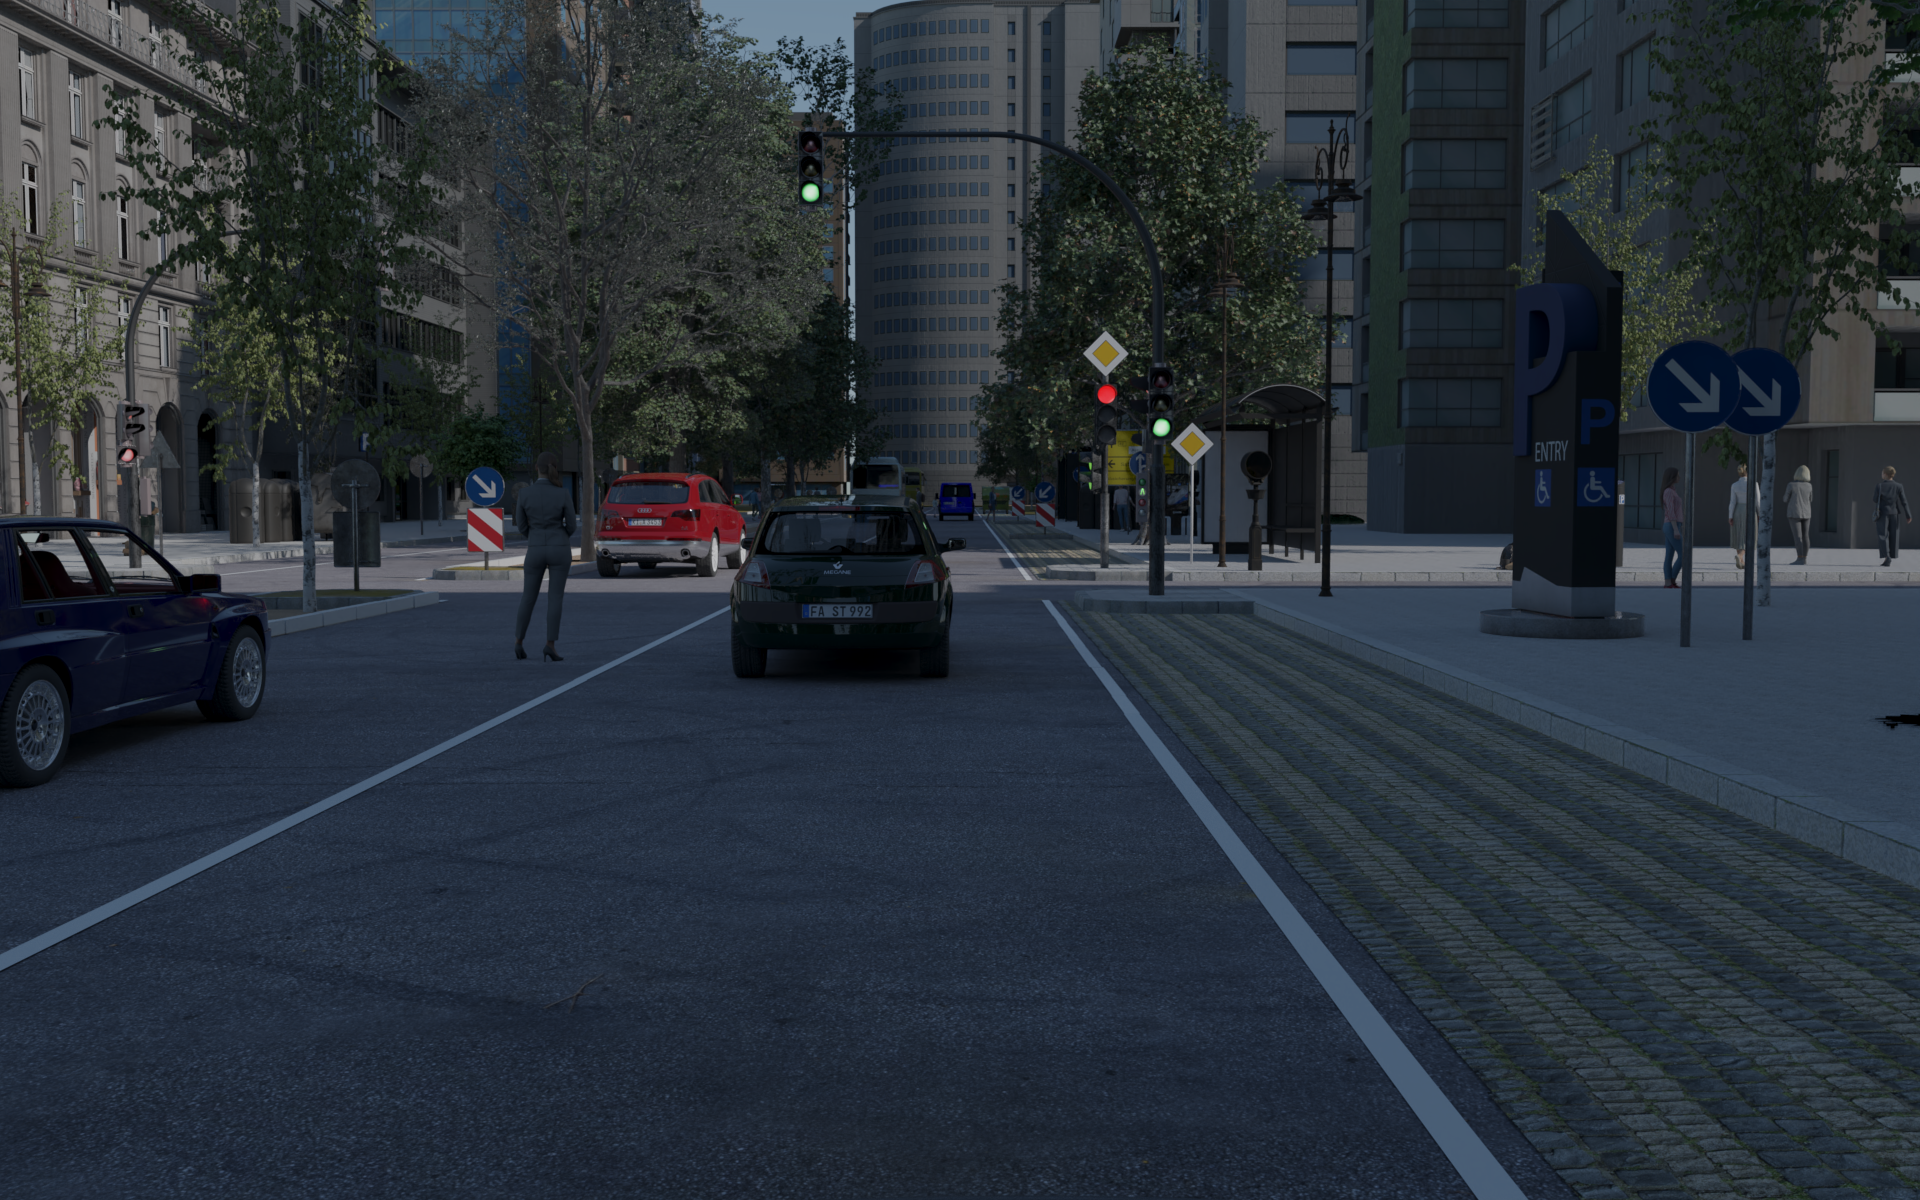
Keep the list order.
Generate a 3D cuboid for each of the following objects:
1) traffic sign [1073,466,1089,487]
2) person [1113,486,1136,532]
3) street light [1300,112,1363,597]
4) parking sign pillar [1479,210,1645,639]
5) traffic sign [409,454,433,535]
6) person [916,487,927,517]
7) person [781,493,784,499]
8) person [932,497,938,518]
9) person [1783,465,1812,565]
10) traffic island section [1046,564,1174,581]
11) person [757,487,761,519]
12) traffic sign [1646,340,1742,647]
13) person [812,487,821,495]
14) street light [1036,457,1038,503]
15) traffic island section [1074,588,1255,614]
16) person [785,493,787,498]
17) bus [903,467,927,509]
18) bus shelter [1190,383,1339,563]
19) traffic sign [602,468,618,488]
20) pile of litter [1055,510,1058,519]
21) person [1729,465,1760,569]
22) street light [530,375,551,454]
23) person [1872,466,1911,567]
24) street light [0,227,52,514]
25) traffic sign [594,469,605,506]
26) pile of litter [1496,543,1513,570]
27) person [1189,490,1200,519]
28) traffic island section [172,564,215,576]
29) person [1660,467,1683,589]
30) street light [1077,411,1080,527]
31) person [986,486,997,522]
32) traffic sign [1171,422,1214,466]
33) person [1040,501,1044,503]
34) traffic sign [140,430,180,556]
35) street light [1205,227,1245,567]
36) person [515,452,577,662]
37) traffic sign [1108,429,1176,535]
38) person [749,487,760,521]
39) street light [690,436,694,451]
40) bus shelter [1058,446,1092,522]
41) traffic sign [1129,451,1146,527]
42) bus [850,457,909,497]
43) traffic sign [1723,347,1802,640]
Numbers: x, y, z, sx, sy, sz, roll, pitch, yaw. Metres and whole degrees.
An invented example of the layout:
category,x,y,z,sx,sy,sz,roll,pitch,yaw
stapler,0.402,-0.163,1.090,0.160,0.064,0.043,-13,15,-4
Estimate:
category,x,y,z,sx,sy,sz,roll,pitch,yaw
traffic sign,5.578,-4.857,79.520,0.768,2.556,0.104,1,4,9
person,5.607,-3.177,58.655,0.731,1.740,0.598,-1,4,-17
street light,4.584,-2.981,21.532,0.468,5.910,1.993,0,3,0
parking sign pillar,5.550,-1.676,15.880,1.447,3.967,1.447,0,4,-5
traffic sign,-16.790,-3.295,53.980,0.768,2.556,0.104,0,4,6
person,-2.365,-5.653,100.888,0.822,1.834,0.622,0,4,0
person,-17.771,-10.188,172.550,0.705,1.831,1.348,-2,4,-24
person,-1.506,-5.674,105.546,0.425,1.301,0.394,2,4,27
person,15.252,-1.551,31.592,0.537,1.800,0.526,0,4,0
traffic island section,2.525,-0.472,29.999,2.009,0.180,2.903,0,3,0
person,-11.680,-5.638,100.697,0.388,1.821,0.555,3,5,43
traffic sign,6.089,-0.878,14.465,0.768,2.556,0.104,0,4,5
person,-7.744,-5.215,93.858,0.679,1.850,0.850,1,4,20
street light,4.645,-8.067,104.677,0.468,5.910,1.993,0,3,0
traffic island section,2.510,0.016,22.014,2.009,0.180,2.903,0,3,0
person,-10.243,-5.837,103.915,0.794,1.824,0.713,0,4,3
bus,-4.606,-10.165,157.748,2.896,3.916,12.252,0,4,0
bus shelter,5.926,-2.478,34.445,2.014,3.302,5.546,0,4,0
traffic sign,-17.054,-5.155,84.390,0.768,2.556,0.104,0,4,4
pile of litter,5.643,-4.715,91.052,1.719,0.858,1.176,0,4,1
person,13.294,-1.414,29.391,0.641,1.798,0.478,-3,5,-42
street light,-16.254,-5.775,67.201,0.468,5.910,1.993,0,3,0
person,16.515,-1.484,30.733,0.576,1.772,0.534,-1,4,-11
street light,-16.377,-3.508,30.149,0.468,5.910,1.993,0,3,0
traffic sign,-18.521,-5.433,88.933,0.768,2.556,0.104,0,4,7
pile of litter,9.932,-0.949,29.486,1.719,0.858,1.176,0,4,3
person,11.599,-4.861,86.112,0.643,1.750,0.593,-3,4,-39
traffic island section,-14.316,-0.474,30.036,2.009,0.180,2.903,0,3,0
person,10.377,-1.020,25.189,0.388,1.821,0.555,0,4,7
street light,4.618,-5.777,67.240,0.468,5.910,1.993,0,3,0
person,1.615,-4.820,87.333,0.581,1.822,0.654,-3,5,-40
traffic sign,4.275,-1.960,31.780,0.795,2.593,0.064,0,4,6
person,7.301,-9.010,153.490,1.348,1.807,0.705,-2,4,-24
traffic sign,-16.365,-2.166,35.423,0.884,2.594,0.081,0,4,7
street light,4.606,-3.515,30.260,0.468,5.910,1.993,0,3,0
person,-3.570,-0.375,14.899,0.520,1.790,0.573,-1,4,-18
traffic sign,5.620,-3.701,54.382,2.265,3.308,0.079,0,4,4
person,-11.011,-5.127,92.676,0.601,1.785,0.444,3,5,43
street light,-16.247,-8.068,104.697,0.468,5.910,1.993,0,3,0
bus shelter,5.361,-5.604,82.916,1.731,3.624,6.357,0,3,0
traffic sign,5.383,-3.125,51.196,0.768,2.556,0.104,0,4,5
bus,-4.289,-5.984,92.692,2.948,3.499,13.247,0,4,-1
traffic sign,6.926,-0.921,15.157,0.768,2.556,0.104,0,4,3
